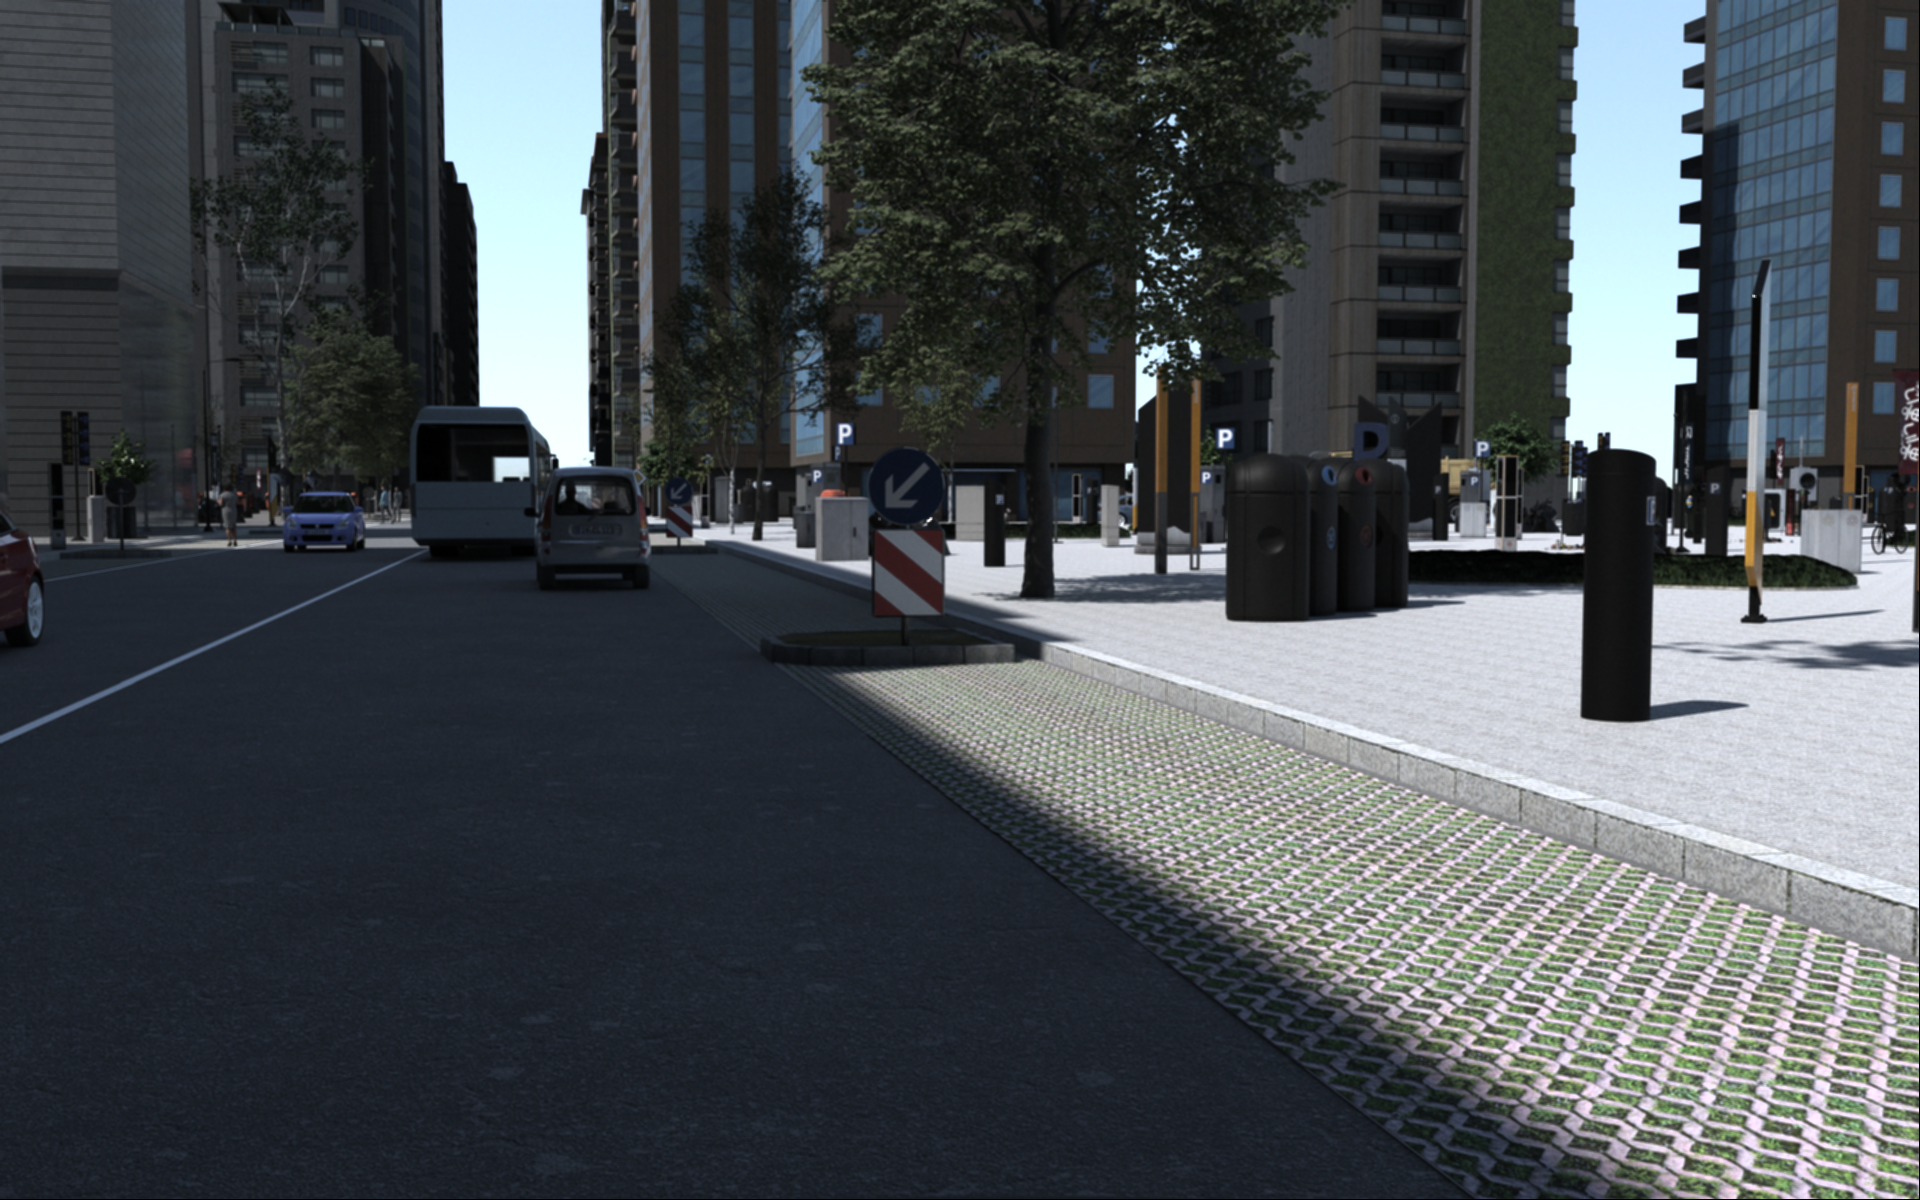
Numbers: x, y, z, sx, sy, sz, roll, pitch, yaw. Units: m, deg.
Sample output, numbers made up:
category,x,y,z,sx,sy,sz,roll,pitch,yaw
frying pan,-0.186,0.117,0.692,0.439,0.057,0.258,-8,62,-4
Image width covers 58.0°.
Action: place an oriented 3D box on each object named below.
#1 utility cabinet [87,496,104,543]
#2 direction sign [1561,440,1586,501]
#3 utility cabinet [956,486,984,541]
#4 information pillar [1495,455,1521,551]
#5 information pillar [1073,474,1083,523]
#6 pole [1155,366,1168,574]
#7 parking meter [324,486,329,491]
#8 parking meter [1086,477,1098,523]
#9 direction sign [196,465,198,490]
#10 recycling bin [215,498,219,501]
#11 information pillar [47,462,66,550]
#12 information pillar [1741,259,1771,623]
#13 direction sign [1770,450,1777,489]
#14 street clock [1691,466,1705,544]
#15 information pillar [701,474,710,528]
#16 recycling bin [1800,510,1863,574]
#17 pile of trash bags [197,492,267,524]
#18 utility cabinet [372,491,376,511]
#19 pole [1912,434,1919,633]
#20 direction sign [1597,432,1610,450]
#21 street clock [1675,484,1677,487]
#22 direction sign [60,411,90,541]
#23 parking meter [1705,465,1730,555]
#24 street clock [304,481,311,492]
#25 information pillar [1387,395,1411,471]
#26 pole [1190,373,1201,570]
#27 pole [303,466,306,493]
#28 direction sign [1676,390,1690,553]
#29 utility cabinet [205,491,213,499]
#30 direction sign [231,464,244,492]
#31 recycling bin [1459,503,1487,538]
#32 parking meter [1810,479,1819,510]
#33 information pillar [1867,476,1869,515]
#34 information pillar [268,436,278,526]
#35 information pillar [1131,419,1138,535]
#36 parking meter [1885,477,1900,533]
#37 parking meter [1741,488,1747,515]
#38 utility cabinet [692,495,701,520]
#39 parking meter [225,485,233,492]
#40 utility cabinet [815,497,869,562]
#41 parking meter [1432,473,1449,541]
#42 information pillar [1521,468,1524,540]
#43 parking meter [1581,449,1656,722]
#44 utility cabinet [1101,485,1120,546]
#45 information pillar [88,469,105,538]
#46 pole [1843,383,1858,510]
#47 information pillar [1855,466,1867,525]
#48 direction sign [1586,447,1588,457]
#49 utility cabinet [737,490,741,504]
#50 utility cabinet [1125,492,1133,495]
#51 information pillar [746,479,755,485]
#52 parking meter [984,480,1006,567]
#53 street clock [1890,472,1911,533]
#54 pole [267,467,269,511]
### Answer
category,x,y,z,sx,sy,sz,roll,pitch,yaw
utility cabinet,-22.720,-2.100,45.497,0.306,1.237,1.020,-2,4,-32
direction sign,25.881,-4.973,73.305,0.876,3.537,0.379,1,4,18
utility cabinet,0.485,-2.345,47.028,1.173,1.500,0.318,1,4,8
information pillar,10.418,-1.744,33.010,0.304,2.012,0.304,-1,4,-10
information pillar,4.348,-3.639,63.989,0.304,2.012,0.304,2,4,23
pole,3.220,-2.069,27.676,0.158,3.312,0.155,0,3,0
parking meter,-47.957,-7.683,131.327,0.399,1.863,0.255,-1,4,-10
parking meter,4.571,-3.311,59.844,0.255,1.863,0.399,-3,4,-36
direction sign,-54.648,-8.076,124.044,0.379,3.537,0.876,-1,4,-21
recycling bin,-53.111,-6.841,124.404,0.722,1.027,0.722,-1,4,-12
information pillar,-20.920,-2.179,40.117,0.304,2.012,0.304,-2,4,-34
information pillar,7.908,-1.579,17.173,0.183,3.616,0.504,2,4,34
direction sign,41.663,-5.911,88.636,0.876,3.537,0.379,-3,4,-39
street clock,19.138,-2.466,44.893,0.358,2.002,0.471,2,4,29
information pillar,-9.539,-3.696,64.918,0.304,2.012,0.304,0,4,1
recycling bin,14.082,-0.945,28.005,0.722,1.027,0.722,0,4,7
pile of trash bags,-32.660,-4.111,76.962,1.912,1.369,3.447,0,4,4
utility cabinet,-44.578,-7.519,131.612,1.173,1.500,0.318,2,4,23
pole,8.926,-1.350,15.918,0.158,3.312,0.155,0,3,0
direction sign,23.671,-4.389,63.760,0.379,3.537,0.876,0,4,-7
street clock,47.564,-6.729,114.595,0.471,2.002,0.358,-1,4,-22
direction sign,-24.245,-3.397,47.530,0.379,3.537,0.876,1,4,22
parking meter,15.249,-1.786,34.909,0.255,1.863,0.399,-3,5,-41
street clock,-36.151,-5.588,95.938,0.358,2.002,0.471,-3,5,-40
information pillar,10.357,-3.044,41.125,0.504,3.616,0.183,-1,4,-20
pole,3.956,-2.154,29.065,0.158,3.312,0.155,0,3,0
pole,-46.663,-7.926,123.432,0.158,3.312,0.155,0,3,0
direction sign,15.855,-2.812,37.974,0.379,3.537,0.876,2,4,27
utility cabinet,-56.149,-7.432,130.185,1.173,1.500,0.318,1,4,19
direction sign,-54.821,-8.527,131.410,0.876,3.537,0.379,-1,4,-20
recycling bin,14.977,-2.327,50.597,0.722,1.027,0.722,1,4,12
parking meter,33.425,-3.797,67.787,0.255,1.863,0.399,2,4,23
information pillar,37.681,-4.146,72.283,0.304,2.012,0.304,0,4,7
information pillar,-27.704,-4.798,69.797,0.183,3.616,0.504,1,4,8
information pillar,5.658,-3.864,54.537,0.504,3.616,0.183,-2,4,-27
parking meter,31.140,-3.184,57.776,0.255,1.863,0.399,-1,4,-17
parking meter,32.998,-3.930,72.661,0.372,1.533,0.369,0,3,0
utility cabinet,-12.623,-4.476,84.350,1.020,1.237,0.306,3,5,40
parking meter,-45.152,-6.195,107.007,0.255,1.863,0.399,3,5,40
utility cabinet,-2.254,-1.350,33.226,1.020,1.237,0.306,-2,4,-32
parking meter,13.169,-2.554,47.468,0.255,1.863,0.399,-2,4,-33
information pillar,15.513,-2.686,48.404,0.304,2.012,0.304,-1,4,-16
parking meter,3.751,-0.089,9.871,0.372,1.533,0.369,0,3,0
utility cabinet,3.684,-2.061,42.381,0.318,1.500,1.173,0,4,-3
information pillar,-25.332,-2.835,50.839,0.304,2.012,0.304,3,4,38
pole,16.352,-2.323,31.827,0.158,3.312,0.155,0,3,0
information pillar,23.252,-2.478,45.003,0.304,2.012,0.304,1,4,9
direction sign,29.759,-5.582,83.265,0.876,3.537,0.379,-1,4,-15
utility cabinet,-11.499,-5.073,91.626,1.173,1.500,0.318,0,4,7
utility cabinet,12.788,-7.345,128.763,1.173,1.500,0.318,2,4,26
information pillar,-10.377,-4.981,85.936,0.304,2.012,0.304,3,5,44
parking meter,0.612,-1.356,30.589,0.372,1.533,0.369,0,3,0
street clock,30.417,-3.143,55.965,0.358,2.002,0.471,-1,4,-20
pole,-51.678,-8.301,129.569,0.158,3.312,0.155,0,3,0
